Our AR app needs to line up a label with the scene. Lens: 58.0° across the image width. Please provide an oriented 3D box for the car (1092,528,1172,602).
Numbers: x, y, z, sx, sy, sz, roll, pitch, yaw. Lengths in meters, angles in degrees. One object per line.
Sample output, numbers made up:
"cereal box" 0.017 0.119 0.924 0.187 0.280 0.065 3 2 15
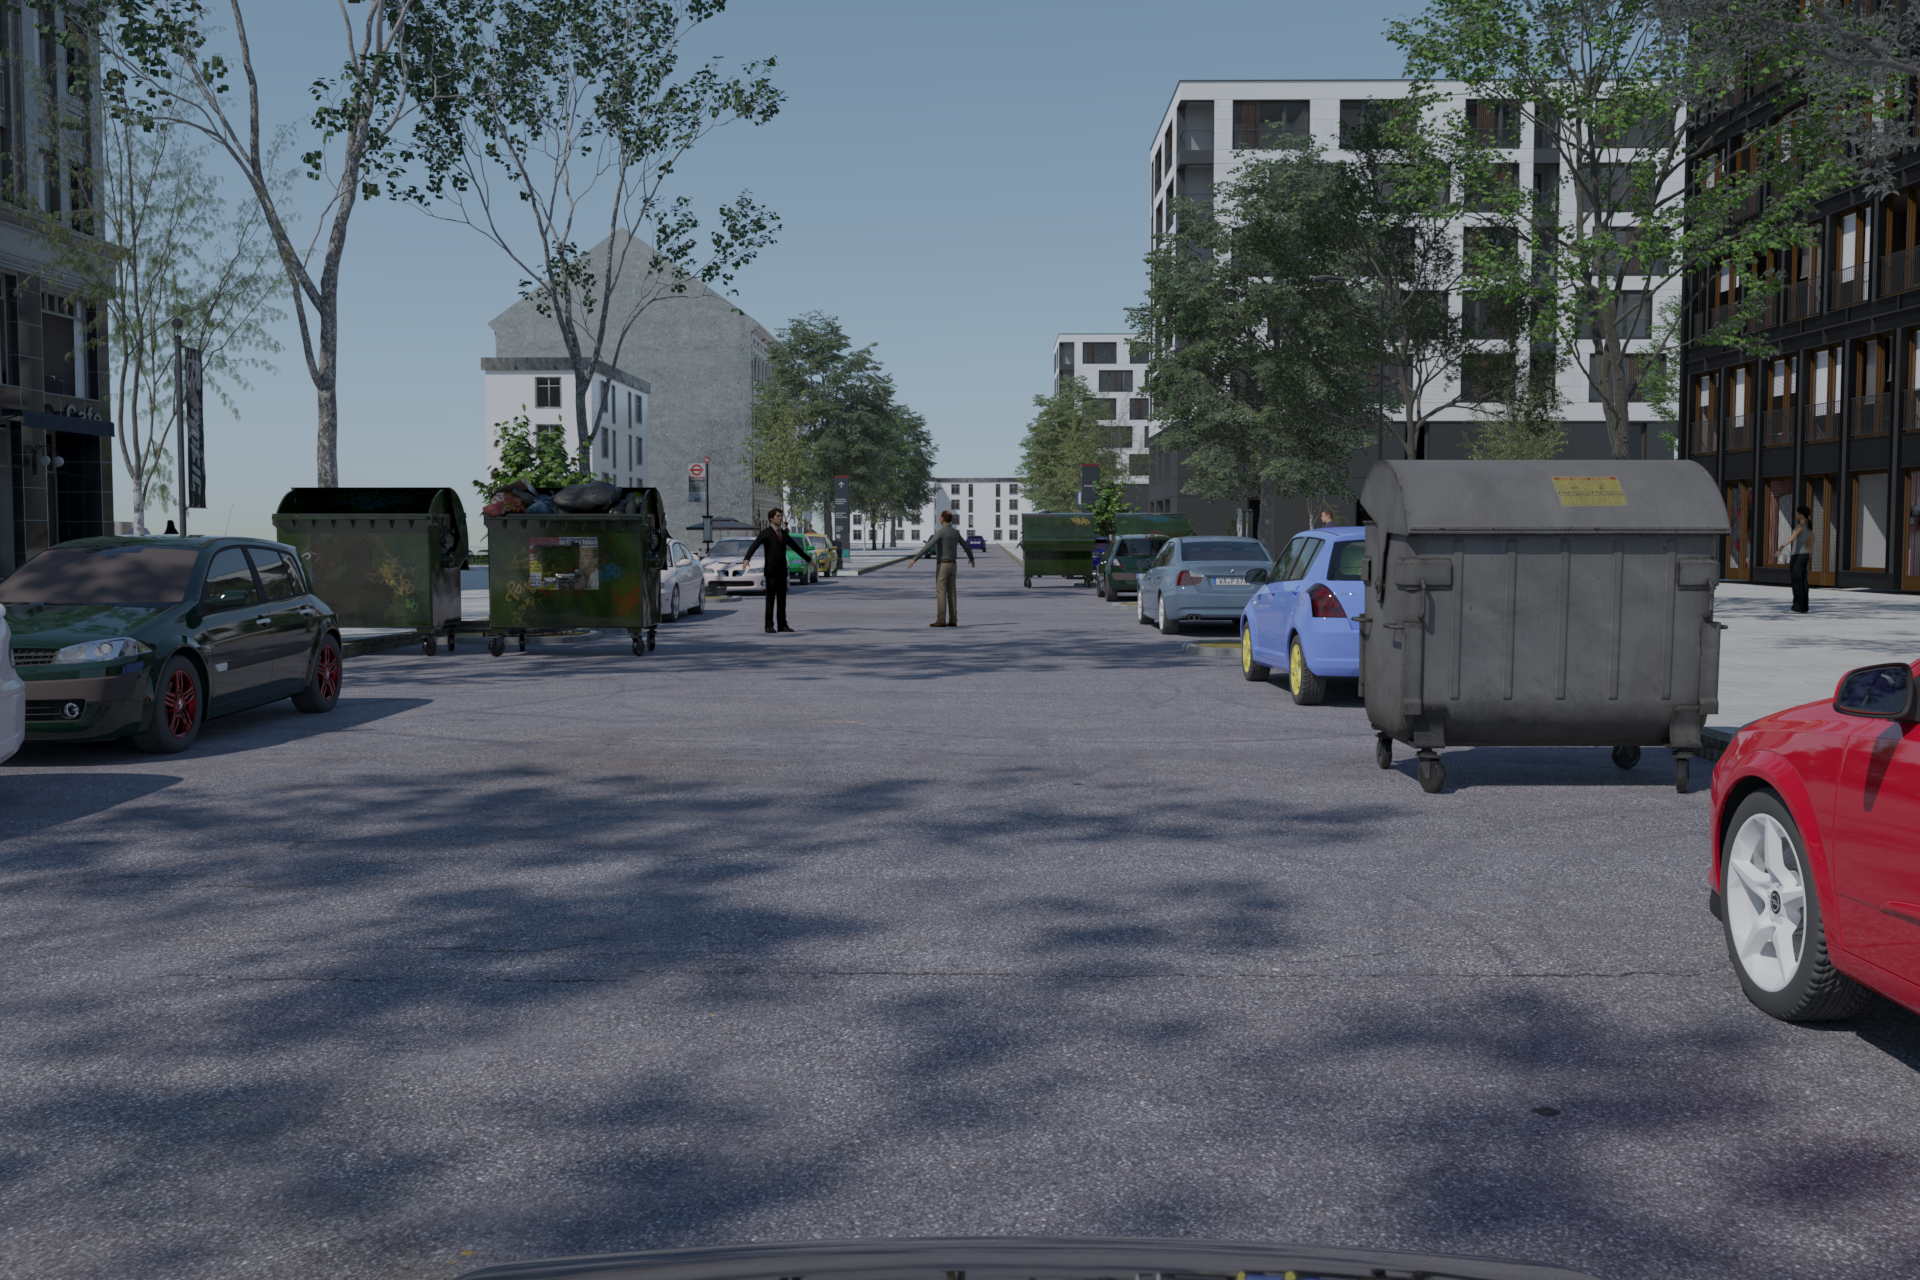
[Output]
"car" 3.943 -1.725 37.986 2.009 1.686 4.222 0 4 1

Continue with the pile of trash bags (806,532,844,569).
"pile of trash bags" -5.202 -3.241 62.742 1.912 1.369 3.447 0 4 2

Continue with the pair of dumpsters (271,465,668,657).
"pair of dumpsters" -5.798 -0.961 20.663 4.436 2.255 1.574 0 4 1

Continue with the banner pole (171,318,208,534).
"banner pole" -9.064 -1.859 20.409 0.401 3.779 0.863 0 4 0

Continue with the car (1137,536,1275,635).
"car" 3.718 -0.854 25.973 2.014 1.417 4.499 0 4 -1

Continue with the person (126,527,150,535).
"person" -20.835 -2.269 44.075 0.756 1.711 0.436 1 4 10

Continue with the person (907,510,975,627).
"person" -0.231 -1.099 26.700 1.348 1.796 0.705 -3 5 -42

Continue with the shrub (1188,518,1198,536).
"shrub" 8.120 -3.652 63.758 1.661 2.075 1.752 0 3 0

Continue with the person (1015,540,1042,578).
"person" 2.486 -2.962 57.022 1.348 1.813 0.705 0 4 7

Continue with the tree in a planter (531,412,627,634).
"tree in a planter" -5.910 -1.727 25.465 1.991 3.239 1.994 0 4 1

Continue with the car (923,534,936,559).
"car" -1.112 -5.504 101.795 2.131 1.459 4.920 0 4 1

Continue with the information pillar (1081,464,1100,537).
"information pillar" 4.789 -4.555 63.848 0.750 3.857 0.750 0 4 -1

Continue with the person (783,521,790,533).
"person" -7.354 -4.079 72.830 0.704 1.812 1.346 1 4 12

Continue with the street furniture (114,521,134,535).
"street furniture" -30.696 -3.241 59.837 11.010 1.723 9.812 -1 4 -15

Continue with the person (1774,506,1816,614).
"person" 13.443 -1.288 27.869 1.217 1.737 0.721 -3 5 -40

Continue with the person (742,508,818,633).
"person" -2.659 -1.013 25.203 1.347 1.806 0.705 -3 5 -44

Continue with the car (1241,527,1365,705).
"car" 3.626 -0.379 15.793 1.945 1.707 3.694 0 4 -1

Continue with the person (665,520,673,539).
"person" -10.359 -3.333 60.712 0.704 1.802 1.346 1 4 19

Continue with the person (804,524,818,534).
"person" -8.199 -5.447 94.992 1.347 1.837 0.705 1 4 11

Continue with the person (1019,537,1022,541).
"person" 3.518 -5.401 95.109 0.721 1.733 1.217 -1 4 -18

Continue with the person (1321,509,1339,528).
"person" 6.322 -1.389 29.666 0.541 1.710 0.530 -2 4 -31

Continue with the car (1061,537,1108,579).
"car" 4.194 -2.657 56.019 1.945 1.354 3.894 0 4 0

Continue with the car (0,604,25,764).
"car" -5.900 0.312 7.261 2.083 1.381 4.827 0 4 1

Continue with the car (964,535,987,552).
"car" 1.179 -7.569 136.330 1.945 1.354 3.894 0 4 -1

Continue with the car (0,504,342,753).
"car" -5.930 -0.169 12.552 2.009 1.686 4.222 0 4 1

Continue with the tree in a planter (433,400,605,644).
"tree in a planter" -5.915 -1.601 23.391 1.991 3.239 1.994 0 4 1

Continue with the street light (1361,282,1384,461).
"street light" 8.123 -3.589 31.217 1.470 5.913 1.316 0 4 0

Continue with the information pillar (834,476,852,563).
"information pillar" -5.229 -5.359 76.996 0.750 3.857 0.750 0 4 2

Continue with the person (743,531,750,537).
"person" -11.520 -5.147 93.426 0.991 1.433 0.599 0 4 -3

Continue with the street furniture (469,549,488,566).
"street furniture" -21.941 -3.359 70.539 10.072 0.657 5.734 -3 5 -39

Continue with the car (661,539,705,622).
"car" -5.525 -1.057 29.644 2.083 1.381 4.827 0 4 0

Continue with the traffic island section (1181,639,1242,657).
"traffic island section" 3.736 0.103 21.180 1.991 0.108 1.994 0 4 1

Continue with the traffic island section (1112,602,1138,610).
"traffic island section" 3.942 -0.643 33.387 1.991 0.108 1.994 0 4 2

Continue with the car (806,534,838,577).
"car" -5.126 -2.966 58.723 2.015 1.641 3.980 0 4 1

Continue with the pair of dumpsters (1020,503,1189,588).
"pair of dumpsters" 3.818 -2.519 46.142 4.436 2.255 1.574 0 4 0

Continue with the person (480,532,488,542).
"person" -21.965 -4.585 81.144 1.347 1.806 0.705 2 4 35

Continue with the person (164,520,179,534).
"person" -25.222 -2.961 55.194 0.721 1.737 1.214 1 4 12

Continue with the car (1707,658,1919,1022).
"car" 3.243 0.319 3.817 2.155 1.783 4.494 0 4 1

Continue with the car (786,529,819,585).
"car" -5.077 -2.504 49.739 1.959 1.807 4.718 0 4 0

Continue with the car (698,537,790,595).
"car" -5.219 -1.811 41.976 2.083 1.381 4.827 0 4 1

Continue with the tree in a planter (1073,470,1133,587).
"tree in a planter" 4.135 -3.102 47.942 1.991 3.239 1.994 0 4 1
